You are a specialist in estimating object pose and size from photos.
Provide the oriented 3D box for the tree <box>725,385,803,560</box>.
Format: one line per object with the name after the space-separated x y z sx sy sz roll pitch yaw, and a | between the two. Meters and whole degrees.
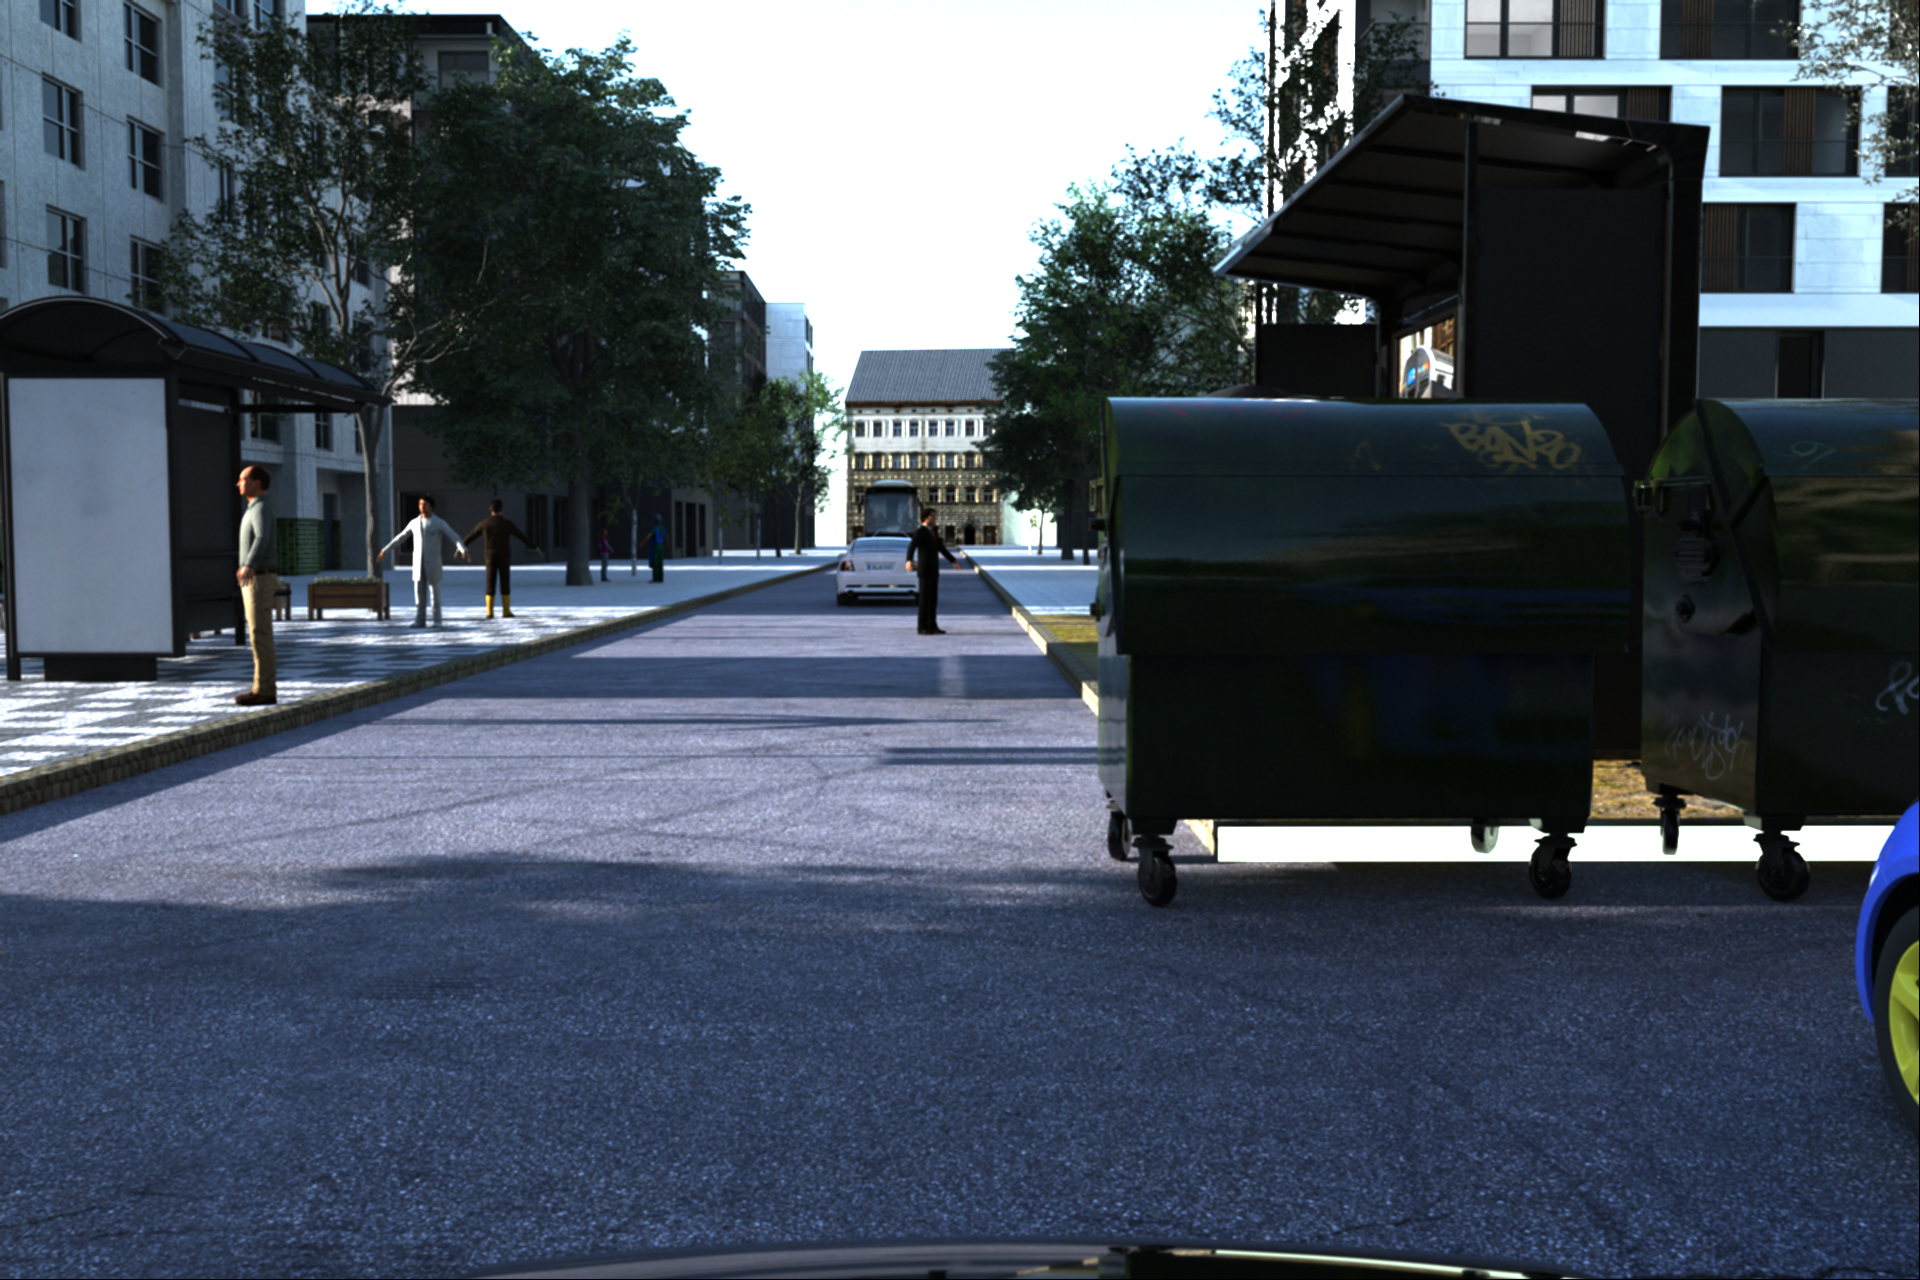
-9.958 -8.296 86.009 4.737 8.622 4.395 0 3 0 | tree

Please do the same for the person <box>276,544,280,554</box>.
-12.230 -1.485 30.748 0.721 1.772 1.216 -1 4 -14 | person

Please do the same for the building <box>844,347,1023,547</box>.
-2.709 -22.665 203.954 18.063 23.208 19.493 1 4 9 | building

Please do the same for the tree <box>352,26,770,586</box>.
-9.626 -8.330 42.843 9.857 13.997 8.962 0 3 0 | tree

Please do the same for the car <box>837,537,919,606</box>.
-1.555 -1.452 36.104 2.083 1.381 4.827 0 4 0 | car

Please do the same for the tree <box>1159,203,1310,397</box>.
5.797 -5.446 39.410 4.360 8.622 3.978 0 3 0 | tree

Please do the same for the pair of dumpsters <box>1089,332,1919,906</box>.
2.749 -0.137 7.190 4.436 2.255 1.574 0 4 -1 | pair of dumpsters

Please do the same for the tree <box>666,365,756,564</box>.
-10.522 -7.585 74.385 4.737 8.622 4.395 0 3 0 | tree

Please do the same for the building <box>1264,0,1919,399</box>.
23.811 -13.140 58.807 27.936 21.610 32.646 0 4 0 | building

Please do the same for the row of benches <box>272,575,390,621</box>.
-10.451 -0.624 25.662 4.104 0.672 1.422 0 4 -8 | row of benches

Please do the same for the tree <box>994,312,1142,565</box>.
4.936 -8.405 71.832 7.601 10.594 8.767 -1 4 -11 | tree

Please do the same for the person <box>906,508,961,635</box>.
-0.428 -0.986 24.757 0.705 1.806 1.347 2 4 32 | person

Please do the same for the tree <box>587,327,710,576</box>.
-9.961 -6.300 53.372 4.737 8.622 4.395 0 3 0 | tree

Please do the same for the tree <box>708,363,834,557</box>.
-10.342 -9.839 95.277 7.601 10.594 8.767 0 4 3 | tree

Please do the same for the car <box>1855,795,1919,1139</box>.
3.083 0.412 2.858 1.945 1.707 3.694 0 4 -1 | car

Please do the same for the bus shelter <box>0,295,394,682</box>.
-7.578 -1.441 17.487 2.014 3.302 5.546 0 4 -1 | bus shelter

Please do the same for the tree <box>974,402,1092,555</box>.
5.024 -10.531 106.597 8.767 10.594 7.601 -1 4 -20 | tree

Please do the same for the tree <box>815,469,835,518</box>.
-18.008 -16.314 201.150 7.601 10.594 8.767 0 4 -3 | tree

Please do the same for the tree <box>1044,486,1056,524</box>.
13.295 -17.315 201.224 7.486 12.596 7.792 0 3 0 | tree

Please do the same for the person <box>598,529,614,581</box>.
-9.598 -2.309 47.023 0.599 1.433 0.991 -2 4 -28 | person

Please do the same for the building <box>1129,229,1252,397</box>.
20.971 -18.514 133.634 19.493 23.208 18.063 0 3 0 | building

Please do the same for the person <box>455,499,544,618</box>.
-7.075 -1.247 26.529 1.346 1.812 0.704 0 4 -3 | person

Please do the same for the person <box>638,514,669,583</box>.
-7.993 -2.409 45.506 0.704 1.817 1.347 2 4 25 | person

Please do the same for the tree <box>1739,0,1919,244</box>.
11.787 -6.420 15.342 12.009 13.543 11.850 0 3 0 | tree

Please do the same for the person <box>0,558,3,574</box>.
-9.633 -0.646 16.330 0.705 1.858 1.354 2 4 28 | person

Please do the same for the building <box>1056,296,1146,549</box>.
22.977 -19.647 165.209 27.936 21.610 32.646 0 4 0 | building

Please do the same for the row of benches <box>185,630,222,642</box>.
-9.449 -0.292 20.230 1.422 0.672 4.104 -1 4 -9 | row of benches

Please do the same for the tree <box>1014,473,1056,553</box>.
4.915 -10.032 114.386 4.737 8.622 4.395 0 3 0 | tree

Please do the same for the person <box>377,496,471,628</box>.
-7.315 -1.074 23.746 1.347 1.806 0.705 1 4 9 | person

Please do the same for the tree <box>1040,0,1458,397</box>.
5.596 -5.823 29.611 8.767 10.594 7.601 -1 4 -9 | tree

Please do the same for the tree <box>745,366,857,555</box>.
-9.860 -11.052 106.458 9.928 11.665 9.643 0 3 0 | tree

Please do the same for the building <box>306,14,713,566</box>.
-28.487 -14.730 84.813 27.936 21.610 32.646 0 4 0 | building

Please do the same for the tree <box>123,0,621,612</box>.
-9.569 -5.758 28.550 8.767 10.594 7.601 0 4 3 | tree

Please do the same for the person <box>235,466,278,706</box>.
-5.331 -0.417 13.095 0.705 1.796 1.348 -1 4 -23 | person

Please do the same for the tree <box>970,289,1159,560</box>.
5.240 -10.937 85.480 9.857 13.997 8.962 0 3 0 | tree

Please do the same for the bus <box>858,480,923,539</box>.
-3.171 -5.595 83.027 2.896 3.916 12.252 0 4 -1 | bus

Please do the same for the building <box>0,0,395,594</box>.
-28.490 -10.941 45.346 16.747 18.905 31.486 0 3 0 | building

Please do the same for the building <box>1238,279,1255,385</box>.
24.729 -15.651 86.830 19.493 23.208 18.063 0 4 0 | building

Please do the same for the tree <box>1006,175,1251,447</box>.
4.931 -7.671 51.171 9.928 11.665 9.643 0 3 0 | tree

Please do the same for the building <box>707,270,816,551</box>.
-27.528 -18.738 150.348 27.936 21.610 32.646 0 4 -1 | building

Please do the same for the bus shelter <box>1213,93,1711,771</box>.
3.163 -1.291 12.398 1.731 3.624 6.357 0 4 -1 | bus shelter
